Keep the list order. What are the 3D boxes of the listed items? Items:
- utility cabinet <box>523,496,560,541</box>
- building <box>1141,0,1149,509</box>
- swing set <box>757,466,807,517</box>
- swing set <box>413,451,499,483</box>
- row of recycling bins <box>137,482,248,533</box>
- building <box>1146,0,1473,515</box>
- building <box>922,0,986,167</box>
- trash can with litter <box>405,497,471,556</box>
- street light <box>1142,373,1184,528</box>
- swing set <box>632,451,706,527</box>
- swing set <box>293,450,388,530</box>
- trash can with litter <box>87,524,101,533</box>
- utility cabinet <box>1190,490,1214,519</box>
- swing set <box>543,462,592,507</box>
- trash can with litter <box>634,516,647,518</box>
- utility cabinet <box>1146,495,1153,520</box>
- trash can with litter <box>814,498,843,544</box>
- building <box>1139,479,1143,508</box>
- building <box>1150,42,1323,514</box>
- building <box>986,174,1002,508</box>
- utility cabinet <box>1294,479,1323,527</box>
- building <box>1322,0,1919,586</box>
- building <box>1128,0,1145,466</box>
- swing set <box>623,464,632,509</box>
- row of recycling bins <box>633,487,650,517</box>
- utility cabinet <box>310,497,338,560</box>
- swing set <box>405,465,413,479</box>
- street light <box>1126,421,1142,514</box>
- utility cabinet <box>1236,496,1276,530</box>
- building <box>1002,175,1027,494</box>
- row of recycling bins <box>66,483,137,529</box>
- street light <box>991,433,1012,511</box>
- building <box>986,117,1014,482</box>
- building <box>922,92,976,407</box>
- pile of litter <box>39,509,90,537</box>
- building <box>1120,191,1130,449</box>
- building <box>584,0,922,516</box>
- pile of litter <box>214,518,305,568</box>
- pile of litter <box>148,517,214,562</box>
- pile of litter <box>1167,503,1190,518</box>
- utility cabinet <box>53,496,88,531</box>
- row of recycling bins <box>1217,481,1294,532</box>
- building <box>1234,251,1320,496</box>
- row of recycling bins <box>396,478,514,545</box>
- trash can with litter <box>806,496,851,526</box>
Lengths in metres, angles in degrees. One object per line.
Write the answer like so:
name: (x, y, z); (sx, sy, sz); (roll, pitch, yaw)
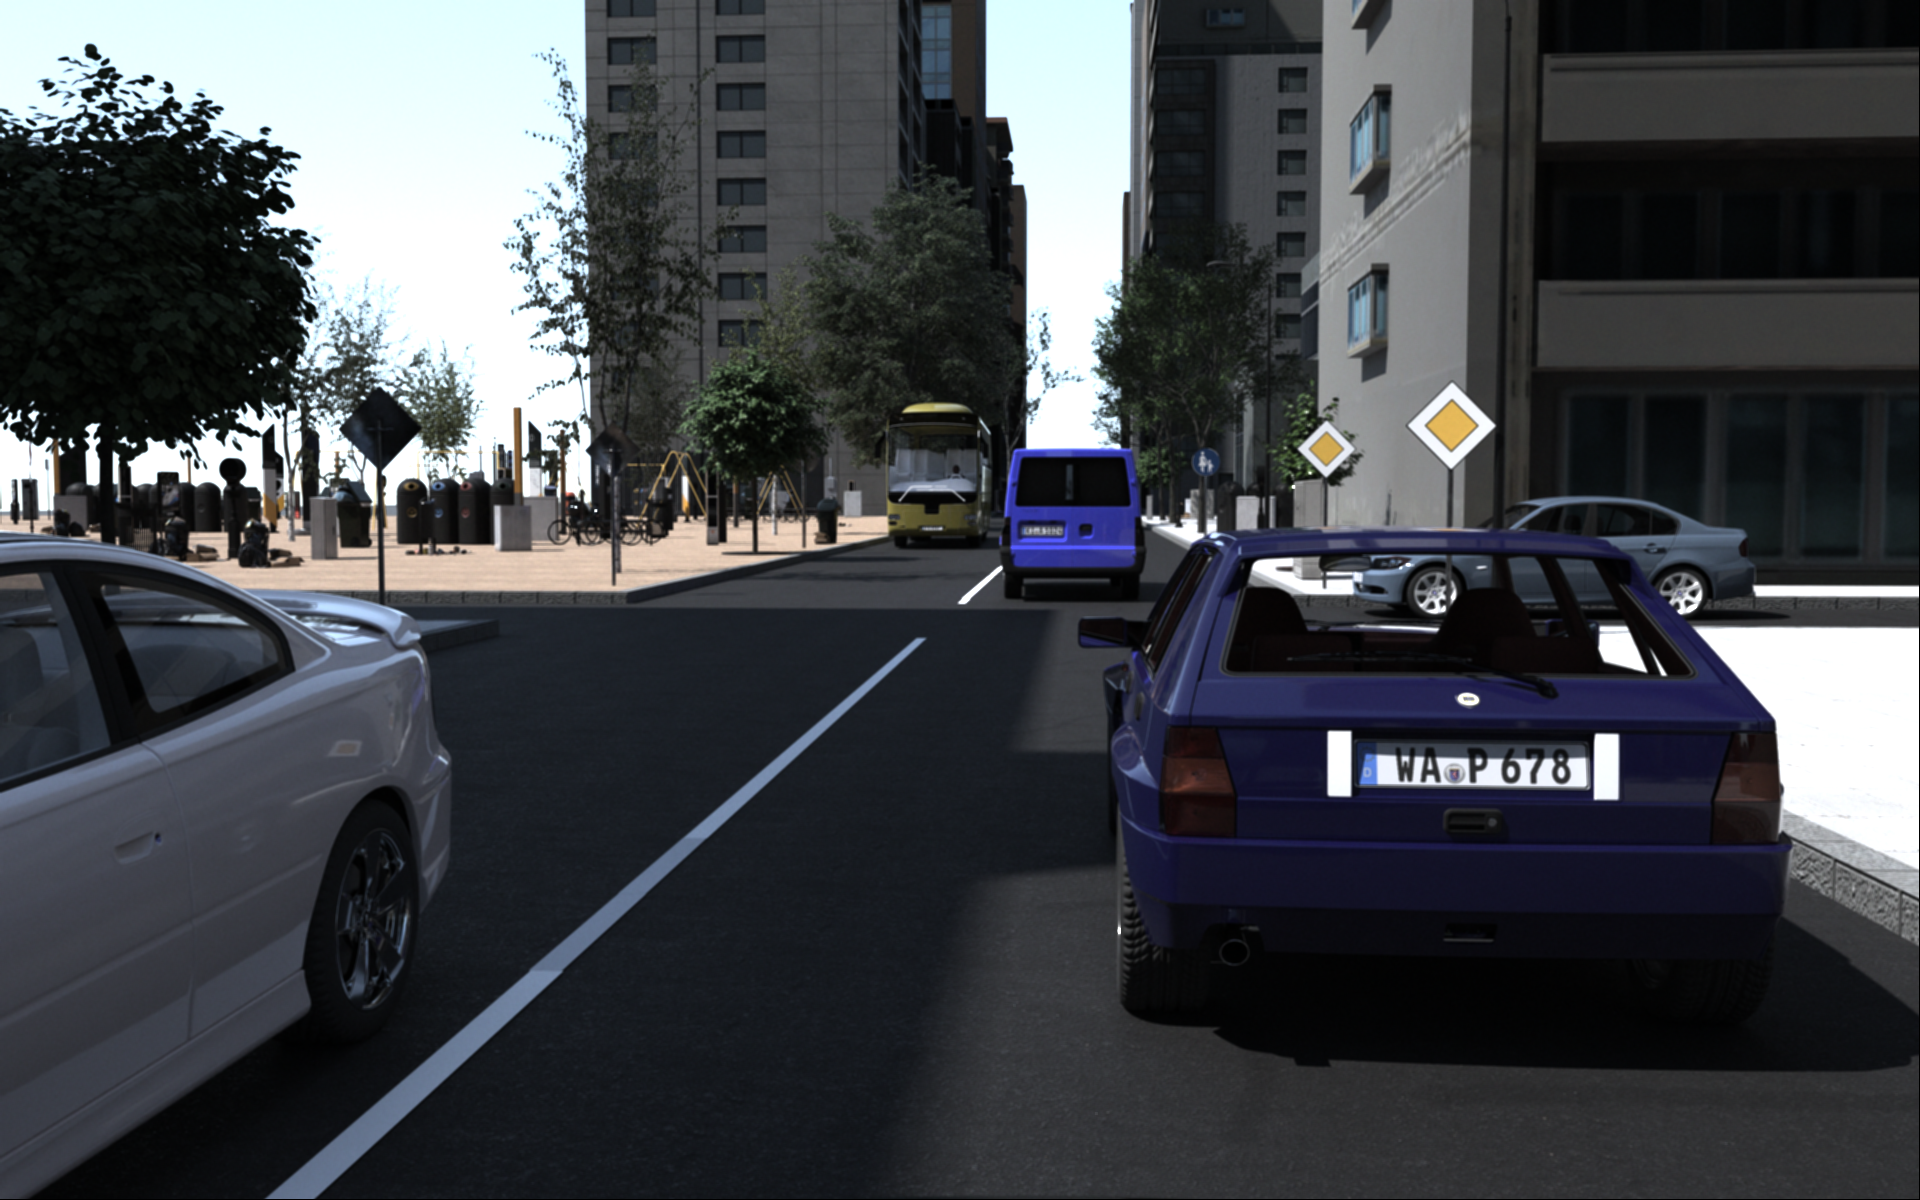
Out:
utility cabinet: (-11.480, -2.210, 47.298); (1.020, 1.237, 0.306); (0, 4, 1)
building: (22.783, -30.570, 149.923); (14.600, 45.320, 14.200); (0, 4, 4)
swing set: (-10.038, -6.005, 95.808); (2.862, 2.851, 3.119); (-1, 4, -12)
swing set: (-18.235, -4.027, 63.457); (3.119, 2.851, 2.862); (-1, 4, -16)
row of recycling bins: (-25.655, -3.132, 58.328); (3.534, 1.692, 1.069); (1, 4, 9)
building: (25.392, -31.072, 131.725); (21.300, 48.544, 21.600); (0, 4, 4)
building: (-5.150, -30.048, 141.398); (14.600, 45.320, 14.200); (0, 4, 4)
trash can with litter: (-11.125, -1.600, 37.211); (1.678, 1.210, 2.233); (1, 4, 16)
street light: (7.858, -5.733, 66.272); (1.470, 5.913, 1.316); (0, 4, 4)
swing set: (-10.474, -4.116, 64.909); (2.862, 2.851, 3.119); (0, 4, 0)
swing set: (-22.258, -3.962, 62.392); (3.119, 2.851, 2.862); (-1, 4, -9)
trash can with litter: (-28.492, -2.828, 57.618); (1.055, 1.170, 0.624); (0, 4, -5)
utility cabinet: (12.345, -4.866, 88.236); (1.173, 1.500, 0.318); (2, 4, 24)
swing set: (-19.224, -5.298, 84.249); (2.862, 2.851, 3.119); (0, 4, -6)
trash can with litter: (-16.624, -5.097, 94.400); (2.233, 1.210, 1.678); (0, 4, 5)
utility cabinet: (9.431, -4.587, 86.153); (0.306, 1.237, 1.020); (1, 4, 8)
trash can with litter: (-3.406, -2.031, 44.589); (0.624, 1.170, 1.055); (0, 4, 8)
building: (24.118, -29.389, 164.105); (14.154, 41.232, 14.086); (0, 4, 4)
building: (19.680, -20.986, 114.820); (14.160, 30.474, 14.107); (0, 4, 4)
building: (-3.555, -23.498, 155.901); (14.160, 30.474, 14.107); (0, 4, 4)
utility cabinet: (5.286, -1.084, 26.406); (0.318, 1.500, 1.173); (0, 4, 4)
building: (18.093, -24.972, 31.991); (21.600, 48.544, 21.300); (0, 4, 4)
building: (29.756, -40.030, 196.493); (21.231, 58.520, 28.212); (0, 4, 4)
swing set: (-16.883, -5.736, 91.407); (3.119, 2.851, 2.862); (1, 4, 8)
row of recycling bins: (-17.562, -5.543, 97.740); (1.069, 1.692, 3.534); (-2, 4, -27)
utility cabinet: (-12.578, -1.414, 34.278); (0.306, 1.237, 1.020); (0, 4, -7)
swing set: (-28.185, -5.845, 93.192); (2.862, 2.851, 3.119); (3, 5, 42)
street light: (10.231, -7.693, 98.328); (1.470, 5.913, 1.316); (0, 4, 4)
utility cabinet: (8.003, -2.184, 46.875); (1.020, 1.237, 0.306); (2, 4, 24)
building: (2.317, -36.339, 244.248); (14.600, 45.320, 14.200); (0, 4, 4)
row of recycling bins: (-31.217, -3.480, 64.003); (1.069, 1.692, 3.534); (2, 4, 30)
street light: (3.030, -9.704, 131.198); (1.470, 5.913, 1.316); (0, 4, 4)
building: (-5.166, -33.240, 198.099); (22.147, 44.769, 28.867); (0, 4, 4)
building: (-6.249, -21.757, 127.428); (14.160, 30.474, 14.107); (0, 4, 4)
pile of litter: (-26.985, -2.316, 51.825); (1.719, 0.858, 1.176); (-2, 4, -29)
building: (30.160, -36.611, 248.700); (14.600, 45.320, 14.200); (0, 4, 4)
building: (-10.797, -41.033, 109.141); (20.563, 71.187, 20.611); (0, 4, 4)
pile of litter: (-12.253, -1.032, 30.830); (1.176, 0.858, 1.719); (0, 4, 2)
pile of litter: (-14.654, -1.158, 32.901); (1.176, 0.858, 1.719); (3, 5, 40)
pile of litter: (11.669, -4.727, 91.256); (1.719, 0.858, 1.176); (0, 4, 7)
utility cabinet: (-30.671, -2.970, 59.715); (1.020, 1.237, 0.306); (-1, 4, -23)
row of recycling bins: (9.995, -2.965, 55.592); (3.534, 1.692, 1.069); (-1, 4, -13)
building: (24.860, -46.632, 75.110); (22.319, 86.520, 31.000); (0, 4, 4)
row of recycling bins: (-12.786, -2.270, 44.231); (3.534, 1.692, 1.069); (1, 4, 16)
trash can with litter: (-5.101, -3.574, 69.499); (1.678, 1.210, 2.233); (-2, 4, -25)
